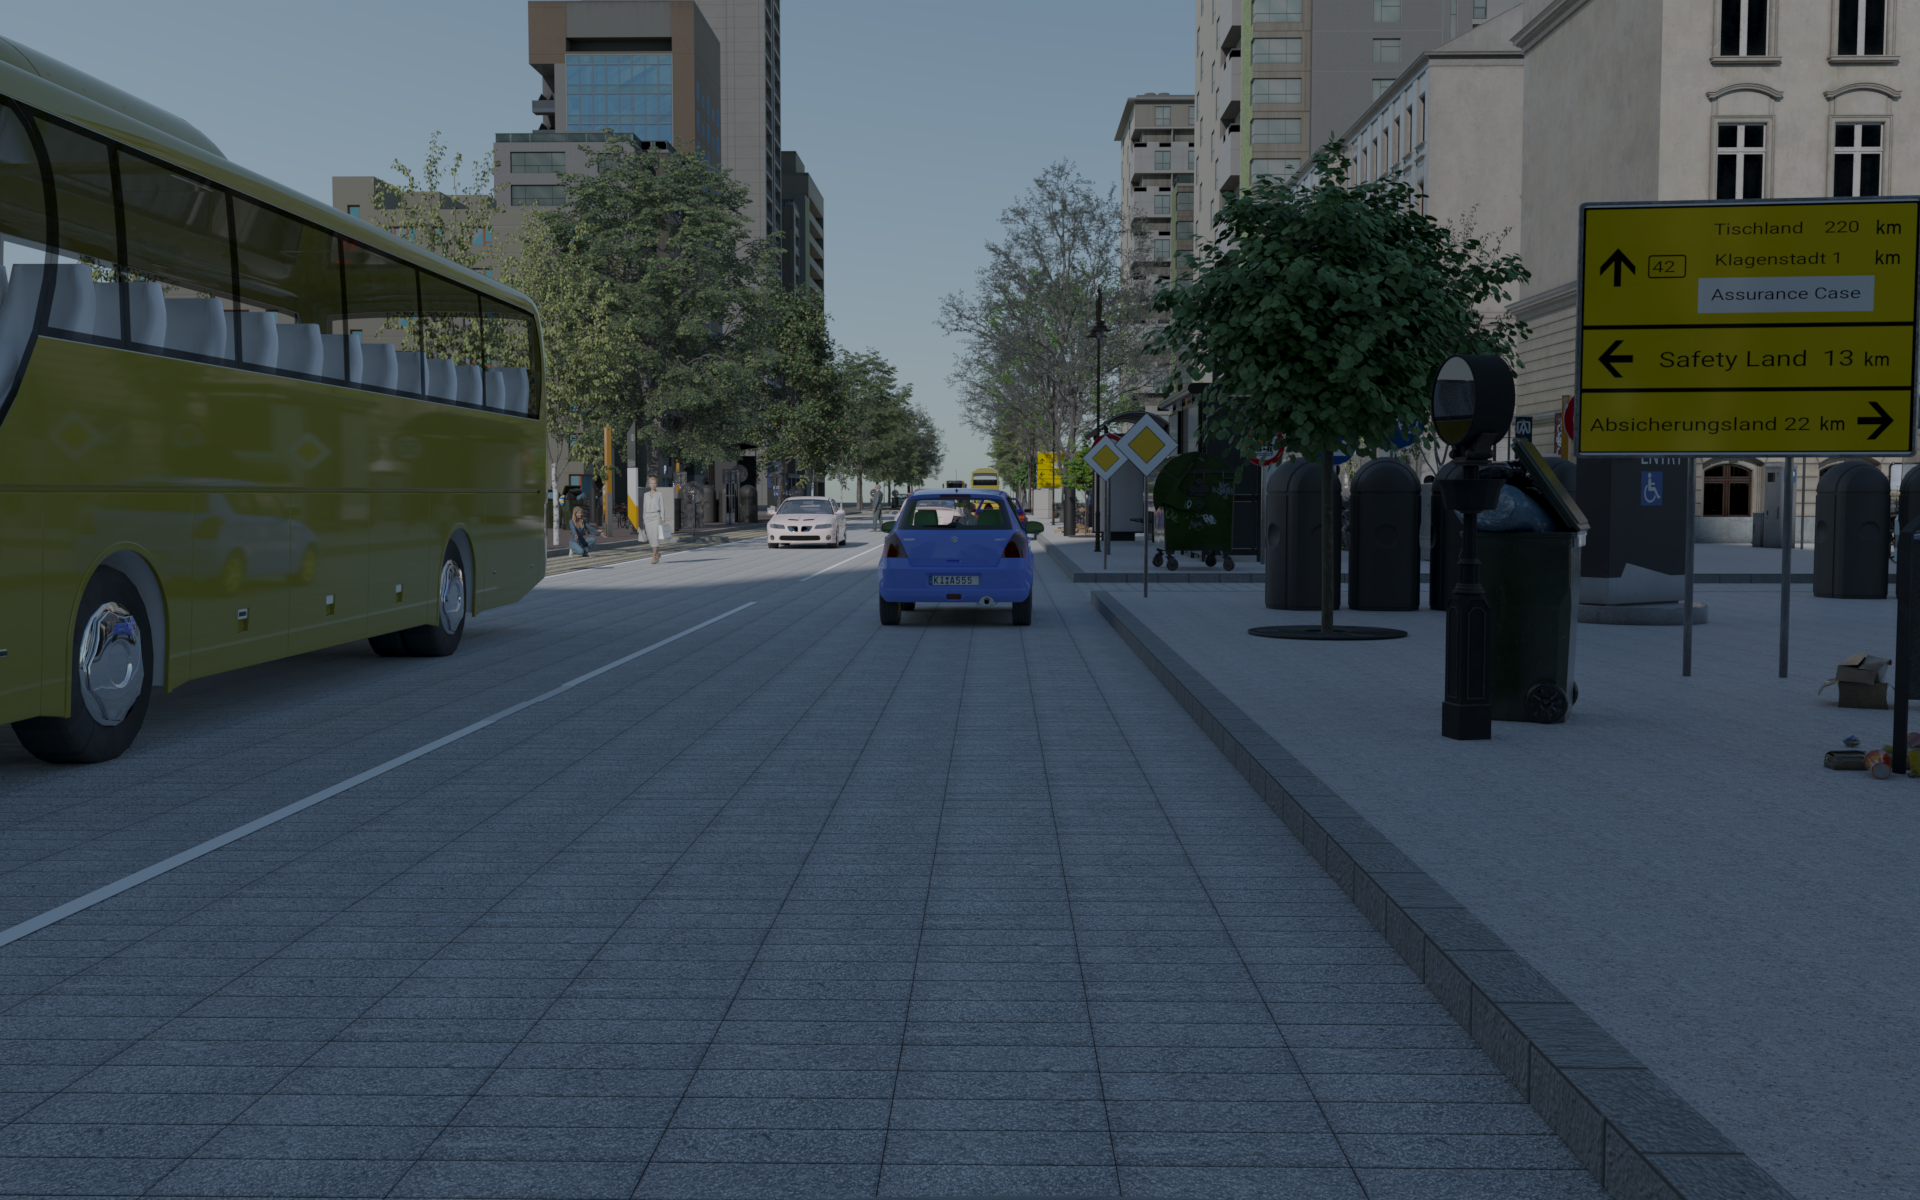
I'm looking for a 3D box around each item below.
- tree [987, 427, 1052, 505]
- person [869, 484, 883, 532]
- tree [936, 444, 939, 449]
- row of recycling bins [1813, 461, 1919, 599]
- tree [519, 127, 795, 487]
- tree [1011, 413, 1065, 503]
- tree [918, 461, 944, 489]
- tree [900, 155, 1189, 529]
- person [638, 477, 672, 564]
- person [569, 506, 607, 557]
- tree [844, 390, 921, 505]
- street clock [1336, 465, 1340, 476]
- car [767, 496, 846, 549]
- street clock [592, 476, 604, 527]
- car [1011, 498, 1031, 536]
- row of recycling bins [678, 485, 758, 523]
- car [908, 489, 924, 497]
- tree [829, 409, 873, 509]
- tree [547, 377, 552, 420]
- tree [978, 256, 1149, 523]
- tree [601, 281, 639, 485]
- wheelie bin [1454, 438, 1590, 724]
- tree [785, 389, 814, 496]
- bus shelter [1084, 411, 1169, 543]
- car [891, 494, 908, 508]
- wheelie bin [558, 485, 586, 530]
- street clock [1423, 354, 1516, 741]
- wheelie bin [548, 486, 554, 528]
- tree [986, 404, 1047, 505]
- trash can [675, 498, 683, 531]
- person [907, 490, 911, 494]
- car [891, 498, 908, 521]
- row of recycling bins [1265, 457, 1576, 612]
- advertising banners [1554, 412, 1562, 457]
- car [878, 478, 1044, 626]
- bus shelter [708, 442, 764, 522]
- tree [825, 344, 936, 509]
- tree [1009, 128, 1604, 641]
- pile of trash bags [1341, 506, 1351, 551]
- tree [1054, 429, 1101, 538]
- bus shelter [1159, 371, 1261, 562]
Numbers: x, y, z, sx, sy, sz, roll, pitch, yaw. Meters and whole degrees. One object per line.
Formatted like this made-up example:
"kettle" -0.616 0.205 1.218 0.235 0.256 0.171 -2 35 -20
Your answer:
"tree" 7.797 -17.750 207.222 9.611 12.733 9.660 0 3 0
"person" -3.196 -3.495 65.816 0.590 1.801 0.661 1 4 18
"tree" -7.196 -20.707 245.211 9.857 13.997 8.962 0 3 0
"row of recycling bins" 12.317 -0.846 20.949 3.534 1.692 1.069 1 4 20
"tree" -10.837 -9.472 61.525 9.857 13.997 8.962 0 3 0
"tree" 6.527 -11.781 142.981 4.737 8.622 4.395 0 3 0
"tree" -6.237 -20.210 264.846 8.767 10.594 7.601 -2 4 -34
"tree" 4.062 -9.389 63.882 12.009 13.543 11.850 0 3 0
"person" -6.254 -1.638 35.630 0.694 1.780 0.624 2 4 31
"person" -8.468 -1.540 39.172 0.738 1.151 1.012 3 5 44
"tree" -8.441 -17.033 196.613 7.486 12.596 7.792 0 3 0
"street clock" 7.400 -1.856 34.908 0.471 2.002 0.358 1 4 21
"car" -4.121 -2.125 47.098 2.083 1.381 4.827 0 4 1
"street clock" -14.286 -3.911 68.509 0.471 2.002 0.358 -3 4 -39
"car" 1.267 -2.561 54.454 1.945 1.354 3.894 0 4 2
"row of recycling bins" -10.791 -4.292 77.279 3.534 1.692 1.069 -1 4 -13
"car" -2.363 -6.724 118.615 2.281 1.827 5.304 0 4 3
"tree" -8.925 -11.202 133.509 4.360 8.622 3.978 0 3 0
"tree" -19.232 -7.565 74.044 4.360 8.622 3.978 0 3 0
"tree" 4.567 -9.244 76.895 9.928 11.665 9.643 0 3 0
"tree" -10.129 -5.686 43.334 4.737 8.622 4.395 0 3 0
"wheelie bin" 3.212 -0.124 9.929 0.693 1.594 0.980 2 4 25
"tree" -9.902 -9.978 113.499 4.737 8.622 4.395 0 3 0
"bus shelter" 4.345 -3.114 44.830 2.014 3.302 5.546 0 4 1
"car" -5.444 -9.389 162.301 1.959 1.807 4.718 0 4 3
"wheelie bin" -13.830 -3.310 62.021 0.980 1.594 0.693 -3 5 -41
"street clock" 2.665 -0.274 9.056 0.358 2.002 0.471 -1 4 -13
"wheelie bin" -15.219 -3.482 64.833 0.693 1.594 0.980 -1 4 -23
"tree" 6.347 -16.729 191.645 7.486 12.596 7.792 0 3 0
"trash can" -9.938 -2.946 59.825 0.748 1.137 0.748 0 3 0
"person" -5.126 -10.209 175.423 1.348 1.823 0.705 0 4 0
"car" -0.729 -1.931 43.928 2.083 1.381 4.827 0 4 0
"row of recycling bins" 5.200 -0.743 19.260 3.534 1.692 1.069 0 4 3
"advertising banners" 12.683 -2.542 37.743 0.090 3.025 2.074 -1 4 -8
"car" 0.013 -0.649 20.199 1.945 1.707 3.694 0 4 2
"bus shelter" -10.465 -5.508 81.343 1.731 3.624 6.357 0 4 1
"tree" -8.472 -14.756 147.913 9.857 13.997 8.962 0 3 0
"tree" 3.315 -1.961 15.784 4.285 4.588 4.351 0 3 0
"pile of trash bags" 10.180 -1.811 39.357 3.447 1.369 1.912 1 4 14
"tree" 3.714 -3.472 51.364 1.663 3.219 1.824 0 3 0
"bus shelter" 5.450 -3.618 36.792 2.179 5.291 8.768 0 4 1
